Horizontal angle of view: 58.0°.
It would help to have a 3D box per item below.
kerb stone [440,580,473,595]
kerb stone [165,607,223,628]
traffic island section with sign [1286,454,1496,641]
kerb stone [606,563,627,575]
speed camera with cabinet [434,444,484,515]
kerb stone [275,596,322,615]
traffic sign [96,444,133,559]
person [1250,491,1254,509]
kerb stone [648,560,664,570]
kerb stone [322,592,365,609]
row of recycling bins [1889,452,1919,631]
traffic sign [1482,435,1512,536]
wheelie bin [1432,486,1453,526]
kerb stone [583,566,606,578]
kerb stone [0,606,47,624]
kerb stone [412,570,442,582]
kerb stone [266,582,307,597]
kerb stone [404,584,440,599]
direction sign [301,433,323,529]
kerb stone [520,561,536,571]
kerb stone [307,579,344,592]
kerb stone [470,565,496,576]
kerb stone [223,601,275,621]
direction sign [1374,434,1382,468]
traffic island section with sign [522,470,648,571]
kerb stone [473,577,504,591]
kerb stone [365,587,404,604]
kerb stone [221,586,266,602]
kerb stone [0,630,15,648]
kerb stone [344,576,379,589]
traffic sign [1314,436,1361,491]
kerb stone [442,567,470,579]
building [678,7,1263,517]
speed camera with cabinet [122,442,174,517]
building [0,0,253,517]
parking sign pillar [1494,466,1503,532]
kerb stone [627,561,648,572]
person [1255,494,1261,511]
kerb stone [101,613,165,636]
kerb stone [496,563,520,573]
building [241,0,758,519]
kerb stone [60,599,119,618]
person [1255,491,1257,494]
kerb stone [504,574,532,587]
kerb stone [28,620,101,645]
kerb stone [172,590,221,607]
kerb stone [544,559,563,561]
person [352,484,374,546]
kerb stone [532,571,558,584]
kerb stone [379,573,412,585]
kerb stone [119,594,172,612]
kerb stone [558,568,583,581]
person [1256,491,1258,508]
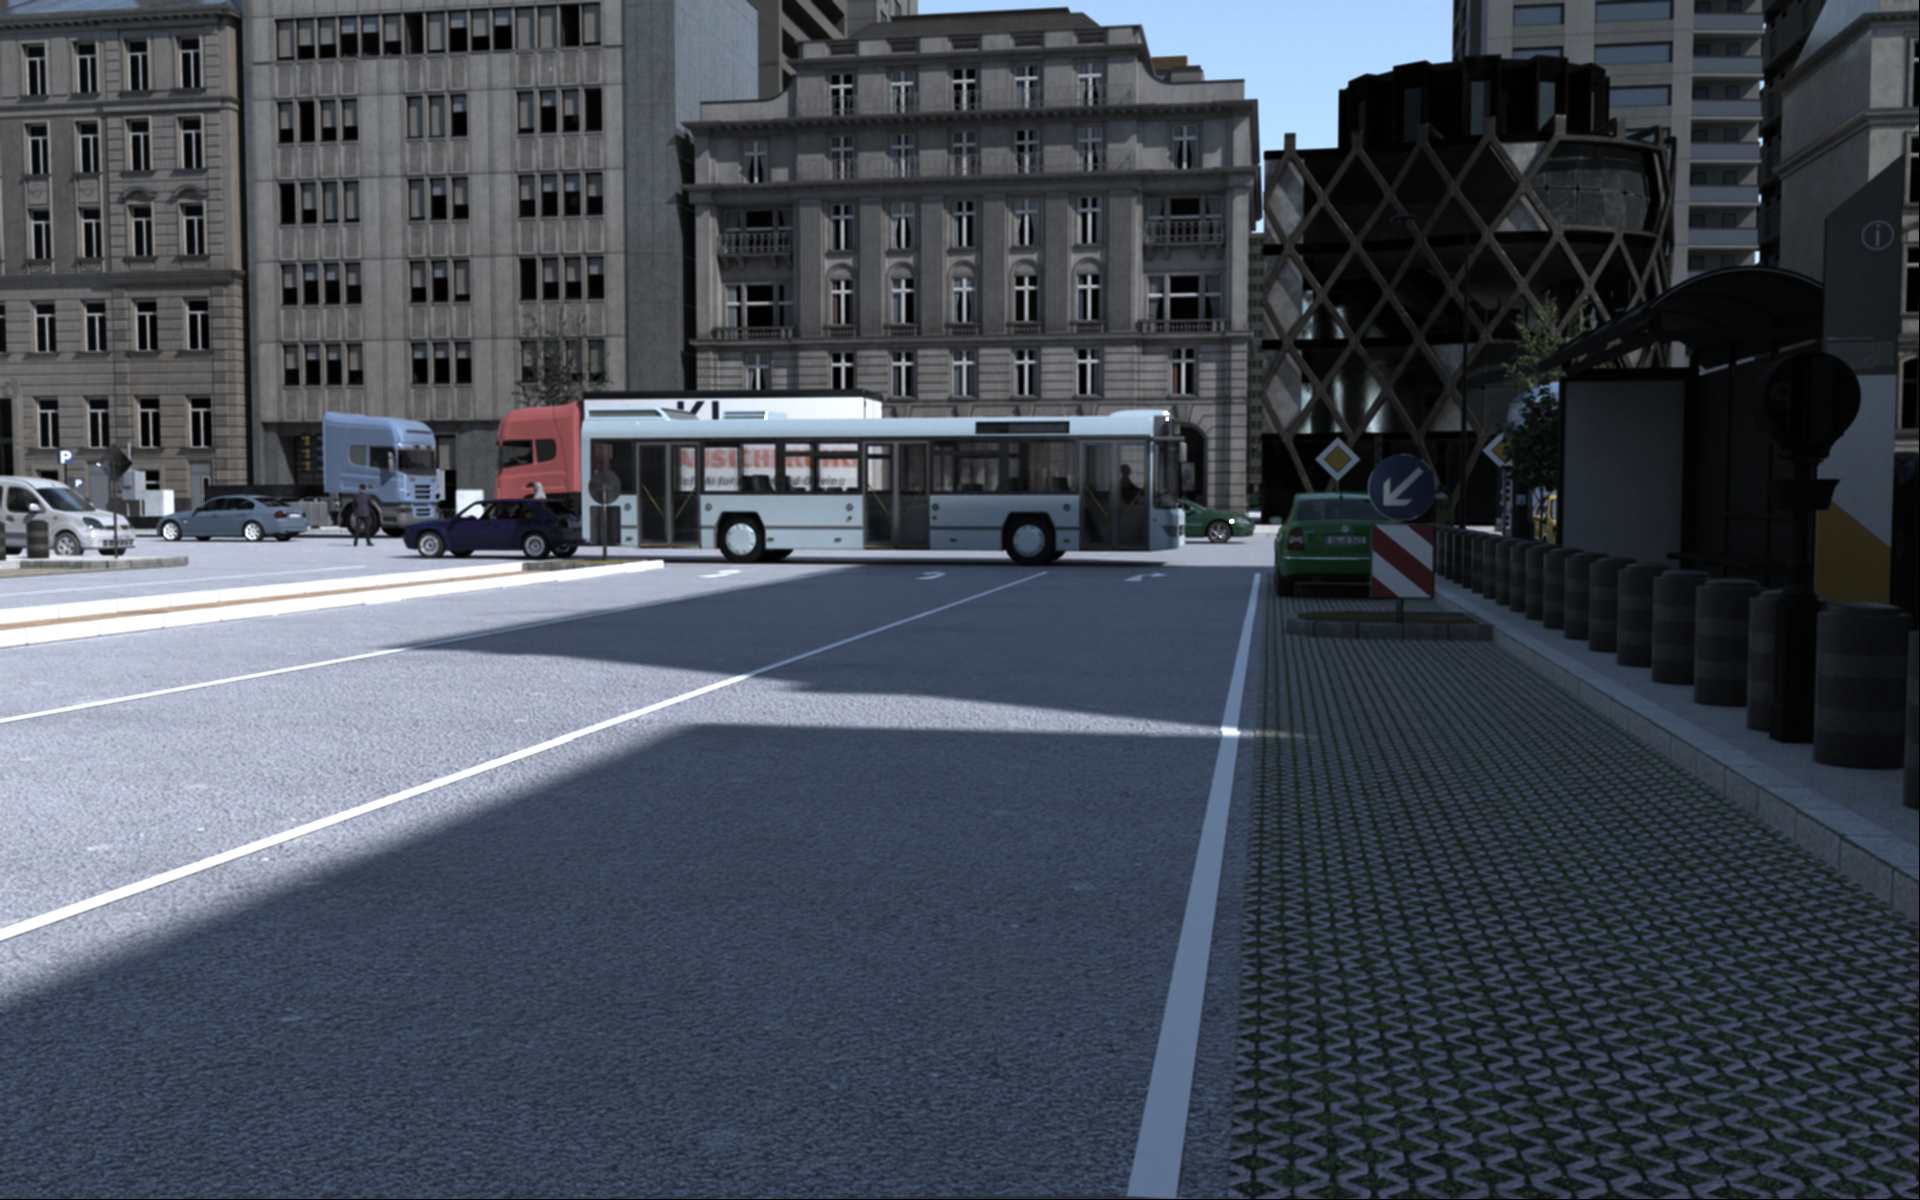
[{"bbox_3d":[-7.360,-0.175,25.054,0.120,0.150,1.000,1,4,10],"label":"kerb stone"},{"bbox_3d":[-8.452,0.199,18.969,0.120,0.150,1.000,1,4,10],"label":"kerb stone"},{"bbox_3d":[4.394,-0.566,17.882,1.989,1.847,2.006,1,4,10],"label":"traffic island section with sign"},{"bbox_3d":[-6.264,-0.544,31.122,0.120,0.150,1.000,1,4,10],"label":"kerb stone"},{"bbox_3d":[-18.589,-4.243,63.704,2.038,3.252,0.660,-1,4,-12],"label":"speed camera with cabinet"},{"bbox_3d":[-8.087,0.073,20.996,0.120,0.150,1.000,1,4,10],"label":"kerb stone"},{"bbox_3d":[-16.793,-1.882,34.412,0.795,2.450,0.064,1,4,10],"label":"traffic sign"},{"bbox_3d":[28.816,-9.868,170.568,1.217,1.743,0.721,-3,4,-38],"label":"person"},{"bbox_3d":[-5.903,-0.670,33.145,0.120,0.150,1.000,1,4,10],"label":"kerb stone"},{"bbox_3d":[-7.909,0.014,22.007,0.120,0.150,1.000,1,4,10],"label":"kerb stone"},{"bbox_3d":[8.952,-0.518,15.584,1.069,1.692,3.534,1,4,13],"label":"row of recycling bins"},{"bbox_3d":[9.433,-1.762,29.990,0.795,2.450,0.064,1,4,18],"label":"traffic sign"},{"bbox_3d":[18.471,-3.576,66.371,0.693,1.594,0.980,0,4,-4],"label":"wheelie bin"},{"bbox_3d":[-6.448,-0.484,30.113,0.120,0.150,1.000,1,4,10],"label":"kerb stone"},{"bbox_3d":[-10.506,0.171,19.403,0.120,0.150,1.000,1,4,10],"label":"kerb stone"},{"bbox_3d":[-8.862,-0.386,28.512,0.120,0.150,1.000,1,4,10],"label":"kerb stone"},{"bbox_3d":[-9.595,-0.137,24.465,0.120,0.150,1.000,1,4,10],"label":"kerb stone"},{"bbox_3d":[-7.543,-0.113,24.037,0.120,0.150,1.000,1,4,10],"label":"kerb stone"},{"bbox_3d":[-23.989,-4.424,64.331,0.876,3.537,0.379,-1,4,-13],"label":"direction sign"},{"bbox_3d":[-8.146,-0.634,32.556,0.120,0.150,1.000,1,4,10],"label":"kerb stone"},{"bbox_3d":[-9.413,-0.201,25.478,0.120,0.150,1.000,1,4,10],"label":"kerb stone"},{"bbox_3d":[-8.510,-0.509,30.534,0.120,0.150,1.000,1,4,10],"label":"kerb stone"},{"bbox_3d":[-8.269,0.135,19.983,0.120,0.150,1.000,1,4,10],"label":"kerb stone"},{"bbox_3d":[15.792,-4.495,65.498,0.379,3.537,0.876,0,4,-5],"label":"direction sign"},{"bbox_3d":[-6.987,-1.518,32.952,2.006,1.907,1.989,1,4,10],"label":"traffic island section with sign"},{"bbox_3d":[-7.182,-0.231,26.064,0.120,0.150,1.000,1,4,10],"label":"kerb stone"},{"bbox_3d":[-7.723,-0.050,23.018,0.120,0.150,1.000,1,4,10],"label":"kerb stone"},{"bbox_3d":[-9.776,-0.077,23.455,0.120,0.150,1.000,1,4,10],"label":"kerb stone"},{"bbox_3d":[-9.005,0.385,15.938,0.120,0.150,1.000,1,4,10],"label":"kerb stone"},{"bbox_3d":[-9.240,-0.259,26.496,0.120,0.150,1.000,1,4,10],"label":"kerb stone"},{"bbox_3d":[6.573,-1.624,30.197,0.795,2.450,0.064,1,4,10],"label":"traffic sign"},{"bbox_3d":[-8.689,-0.448,29.524,0.120,0.150,1.000,1,4,10],"label":"kerb stone"},{"bbox_3d":[1.188,-14.390,77.081,24.055,21.916,13.314,1,4,10],"label":"building"},{"bbox_3d":[-31.017,-4.392,66.148,2.038,3.252,0.660,1,4,20],"label":"speed camera with cabinet"},{"bbox_3d":[-42.968,-17.532,83.917,25.104,27.353,12.463,1,4,10],"label":"building"},{"bbox_3d":[19.007,-4.316,59.039,1.447,3.967,1.447,3,4,38],"label":"parking sign pillar"},{"bbox_3d":[-6.076,-0.608,32.131,0.120,0.150,1.000,1,4,10],"label":"kerb stone"},{"bbox_3d":[25.910,-8.436,149.654,0.991,1.433,0.599,1,4,18],"label":"person"},{"bbox_3d":[-8.641,0.259,17.960,0.120,0.150,1.000,1,4,10],"label":"kerb stone"},{"bbox_3d":[-8.325,-0.572,31.543,0.120,0.150,1.000,1,4,10],"label":"kerb stone"},{"bbox_3d":[-20.674,-16.069,80.748,19.932,24.808,12.078,1,4,10],"label":"building"},{"bbox_3d":[-10.329,0.109,20.415,0.120,0.150,1.000,1,4,10],"label":"kerb stone"},{"bbox_3d":[33.092,-11.241,193.079,1.217,1.735,0.721,-3,5,-41],"label":"person"},{"bbox_3d":[-6.990,-0.298,27.072,0.120,0.150,1.000,1,4,10],"label":"kerb stone"},{"bbox_3d":[-8.820,0.321,16.947,0.120,0.150,1.000,1,4,10],"label":"kerb stone"},{"bbox_3d":[-9.963,-0.015,22.442,0.120,0.150,1.000,1,4,10],"label":"kerb stone"},{"bbox_3d":[-7.954,-0.696,33.573,0.120,0.150,1.000,1,4,10],"label":"kerb stone"},{"bbox_3d":[-16.463,-2.345,47.764,0.541,1.710,0.530,0,4,4],"label":"person"},{"bbox_3d":[-6.817,-0.360,28.083,0.120,0.150,1.000,1,4,10],"label":"kerb stone"},{"bbox_3d":[-9.051,-0.325,27.504,0.120,0.150,1.000,1,4,10],"label":"kerb stone"},{"bbox_3d":[-10.146,0.047,21.432,0.120,0.150,1.000,1,4,10],"label":"kerb stone"},{"bbox_3d":[-6.625,-0.422,29.097,0.120,0.150,1.000,1,4,10],"label":"kerb stone"},{"bbox_3d":[31.676,-10.690,184.065,0.721,1.735,1.217,0,4,-8],"label":"person"}]
